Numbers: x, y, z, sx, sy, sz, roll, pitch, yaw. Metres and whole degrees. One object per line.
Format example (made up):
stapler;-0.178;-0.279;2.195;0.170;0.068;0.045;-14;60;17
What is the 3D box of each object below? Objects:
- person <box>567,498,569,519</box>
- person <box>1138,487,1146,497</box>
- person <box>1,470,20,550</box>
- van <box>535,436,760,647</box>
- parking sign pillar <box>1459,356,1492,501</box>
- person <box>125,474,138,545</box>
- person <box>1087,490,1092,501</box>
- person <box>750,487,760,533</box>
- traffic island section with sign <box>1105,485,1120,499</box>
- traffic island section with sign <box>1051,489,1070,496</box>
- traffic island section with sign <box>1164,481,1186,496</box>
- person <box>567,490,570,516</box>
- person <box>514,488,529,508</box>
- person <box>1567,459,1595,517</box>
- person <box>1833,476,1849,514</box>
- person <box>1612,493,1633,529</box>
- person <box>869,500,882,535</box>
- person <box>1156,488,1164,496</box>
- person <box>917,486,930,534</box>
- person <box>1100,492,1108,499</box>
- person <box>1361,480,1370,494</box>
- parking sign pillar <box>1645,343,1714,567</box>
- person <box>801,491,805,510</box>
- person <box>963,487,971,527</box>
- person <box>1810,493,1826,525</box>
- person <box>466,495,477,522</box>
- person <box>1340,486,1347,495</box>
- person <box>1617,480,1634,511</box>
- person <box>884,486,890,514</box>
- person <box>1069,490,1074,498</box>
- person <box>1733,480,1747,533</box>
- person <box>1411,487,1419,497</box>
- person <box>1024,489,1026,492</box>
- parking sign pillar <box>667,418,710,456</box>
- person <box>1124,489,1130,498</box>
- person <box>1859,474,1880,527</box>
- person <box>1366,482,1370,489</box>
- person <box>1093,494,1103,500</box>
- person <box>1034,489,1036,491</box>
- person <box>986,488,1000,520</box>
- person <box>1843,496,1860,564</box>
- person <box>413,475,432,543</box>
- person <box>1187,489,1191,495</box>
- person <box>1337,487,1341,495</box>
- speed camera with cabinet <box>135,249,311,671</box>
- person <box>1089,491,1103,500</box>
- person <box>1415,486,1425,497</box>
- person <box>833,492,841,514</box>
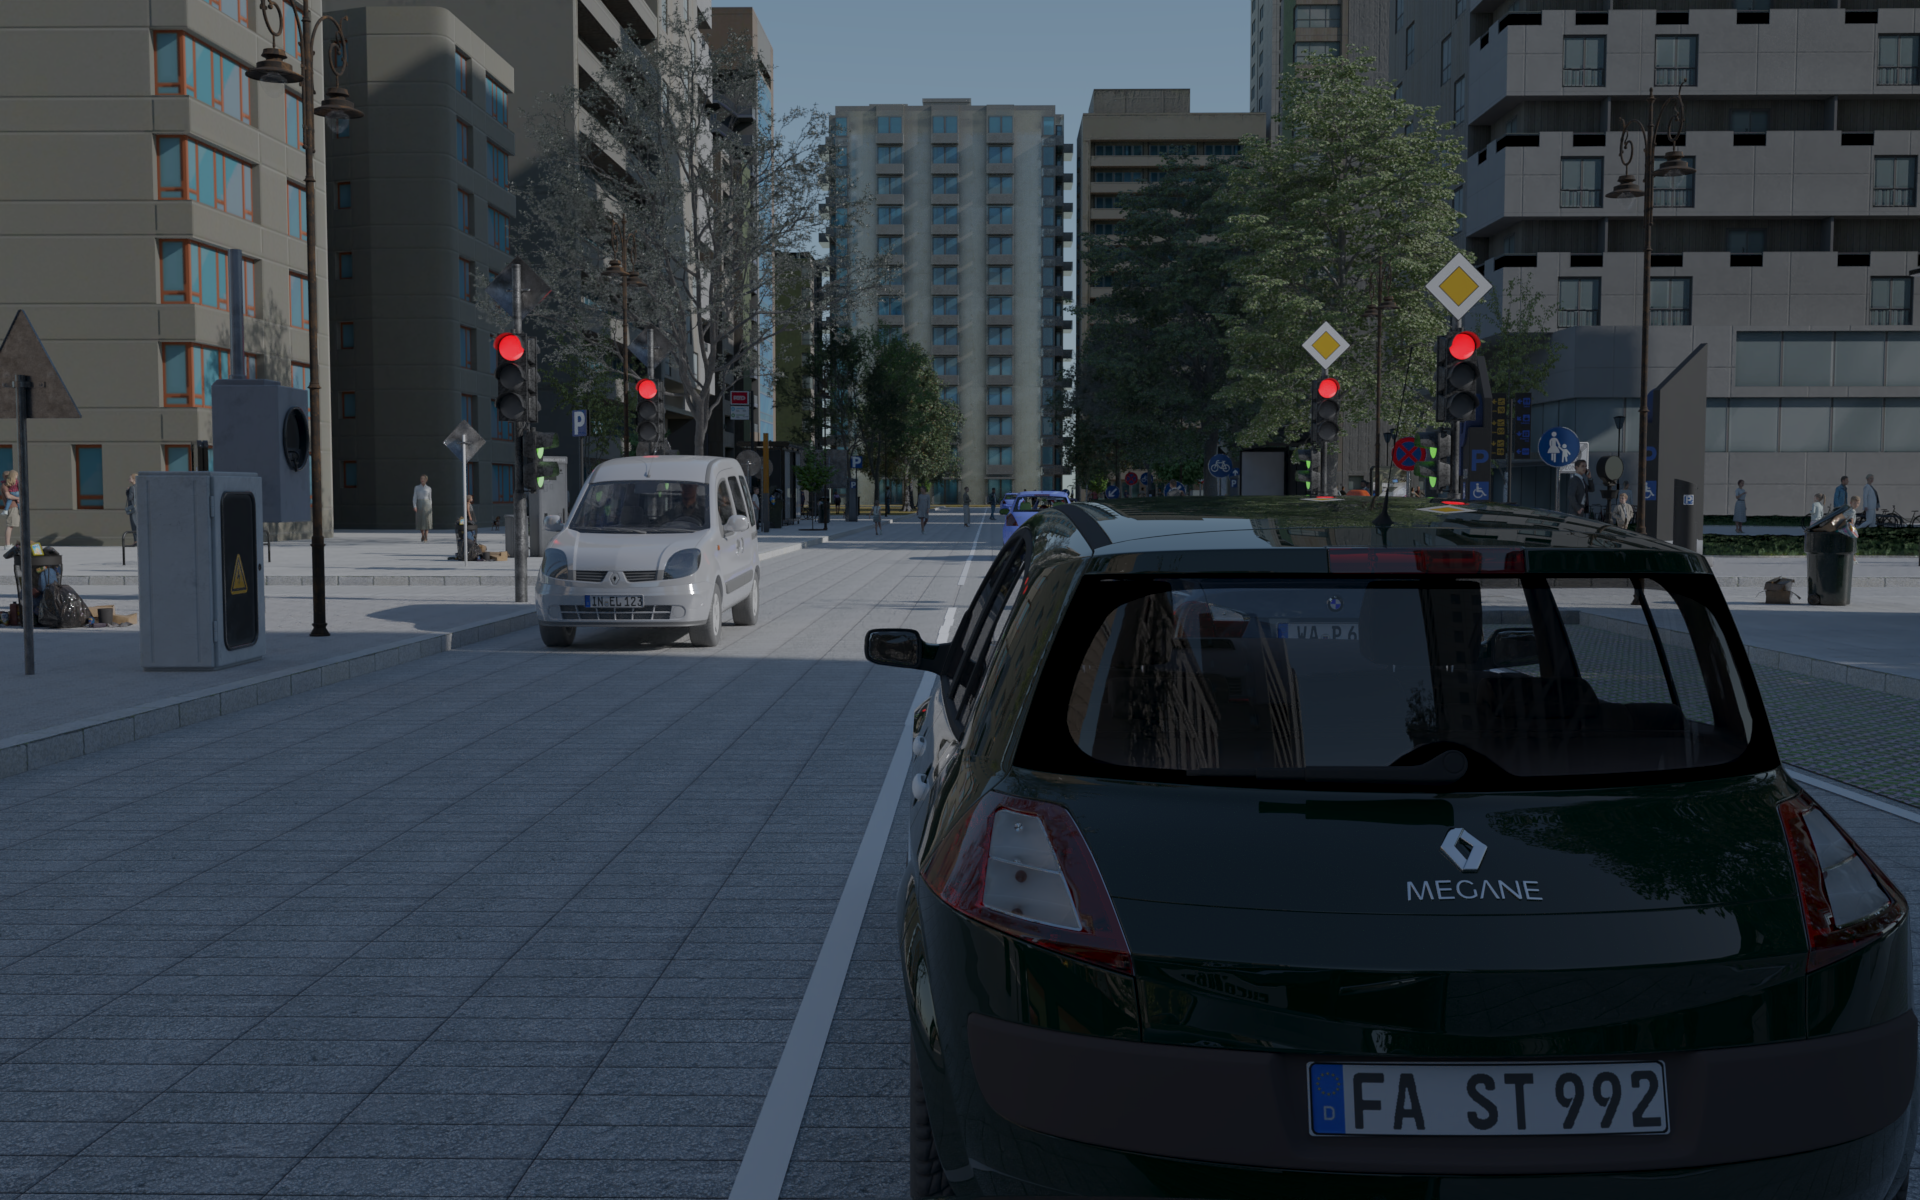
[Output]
person;-13.741;-3.287;59.961;0.728;1.800;0.709;-1;4;-16
person;14.297;-7.909;135.360;0.705;1.824;1.348;-3;4;-38
person;-21.778;-2.064;39.759;0.580;1.828;0.573;1;4;19
van;-3.068;-0.645;17.558;2.013;2.044;4.112;0;4;1
parking sign pillar;9.910;-2.741;33.288;1.447;3.967;1.447;1;4;10
person;-19.837;-2.162;41.809;0.534;1.772;0.576;-1;4;-14
person;13.610;-10.645;180.616;0.617;1.759;0.750;0;4;7
person;-6.743;-2.961;57.057;0.523;1.515;0.503;-3;4;-37
traffic island section with sign;6.903;-4.375;80.153;1.989;1.847;2.006;0;4;1
traffic island section with sign;7.820;-7.449;130.415;1.989;1.847;2.006;0;4;1
traffic island section with sign;6.409;-2.726;53.202;1.989;1.847;2.006;0;4;1
person;-17.456;-4.279;76.751;0.760;1.731;0.466;0;4;0
person;-15.818;-3.433;62.373;0.606;1.804;0.583;-2;4;-29
person;11.124;-1.566;31.009;0.474;1.900;0.648;1;4;20
person;24.366;-2.543;47.957;0.601;1.785;0.444;-2;4;-30
person;15.066;-1.775;39.344;0.475;1.303;0.640;-1;4;-17
person;-2.951;-2.877;60.558;0.505;1.210;0.382;1;4;10
person;15.082;-7.607;131.139;1.217;1.735;0.721;3;5;43
person;-1.325;-3.225;61.982;0.466;1.731;0.760;-1;4;-18
person;13.709;-9.542;162.065;1.348;1.822;0.705;-1;4;-15
person;14.797;-3.482;63.255;0.850;1.792;0.678;-1;4;-23
parking sign pillar;12.658;-2.588;30.791;1.447;3.967;1.447;-2;4;-31
person;-9.727;-6.089;106.519;0.530;1.710;0.541;3;5;45
person;0.319;-4.068;75.560;0.362;1.759;0.519;1;4;9
person;19.757;-1.817;40.036;0.394;1.301;0.425;3;5;41
person;-14.679;-2.519;51.891;0.373;1.253;0.362;0;4;0
person;26.597;-6.985;120.267;0.705;1.821;1.348;-2;4;-34
person;22.041;-3.087;57.264;0.466;1.731;0.760;-1;4;-19
person;-4.662;-6.450;111.588;0.705;1.814;1.350;0;4;6
person;11.382;-10.404;176.886;0.721;1.736;1.217;1;4;18
person;25.577;-3.058;56.614;0.480;1.755;0.524;-2;4;-32
person;30.726;-6.767;117.408;1.217;1.735;0.721;-1;4;-21
person;4.981;-7.624;133.148;1.348;1.824;0.705;2;4;30
parking sign pillar;-8.726;-4.111;55.681;1.447;3.967;1.447;0;4;7
person;16.961;-10.353;175.769;0.683;1.767;0.568;-1;4;-13
person;25.347;-2.598;48.393;0.818;1.842;0.514;1;4;20
person;16.761;-3.995;71.635;0.850;1.792;0.678;0;4;-7
person;13.923;-10.395;176.004;0.705;1.823;1.348;-3;5;-42
person;6.363;-8.411;146.045;1.348;1.821;0.705;-1;4;-20
person;1.810;-5.240;94.526;0.721;1.781;0.623;1;4;18
person;16.277;-1.279;31.642;0.332;1.250;0.352;-2;4;-33
person;-14.266;-2.431;46.022;0.478;1.798;0.641;-1;4;-11
person;22.905;-10.165;172.239;1.348;1.824;0.705;-3;4;-37
person;24.514;-6.540;113.053;0.705;1.814;1.350;-2;4;-26
speed camera with cabinet;-5.660;-1.167;13.411;0.660;3.252;2.038;0;4;-1
person;10.232;-7.615;131.267;1.217;1.743;0.721;1;4;19
person;31.456;-6.893;118.884;1.348;1.807;0.705;1;4;12
person;-7.834;-6.173;110.208;0.421;1.427;0.697;-2;4;-25
